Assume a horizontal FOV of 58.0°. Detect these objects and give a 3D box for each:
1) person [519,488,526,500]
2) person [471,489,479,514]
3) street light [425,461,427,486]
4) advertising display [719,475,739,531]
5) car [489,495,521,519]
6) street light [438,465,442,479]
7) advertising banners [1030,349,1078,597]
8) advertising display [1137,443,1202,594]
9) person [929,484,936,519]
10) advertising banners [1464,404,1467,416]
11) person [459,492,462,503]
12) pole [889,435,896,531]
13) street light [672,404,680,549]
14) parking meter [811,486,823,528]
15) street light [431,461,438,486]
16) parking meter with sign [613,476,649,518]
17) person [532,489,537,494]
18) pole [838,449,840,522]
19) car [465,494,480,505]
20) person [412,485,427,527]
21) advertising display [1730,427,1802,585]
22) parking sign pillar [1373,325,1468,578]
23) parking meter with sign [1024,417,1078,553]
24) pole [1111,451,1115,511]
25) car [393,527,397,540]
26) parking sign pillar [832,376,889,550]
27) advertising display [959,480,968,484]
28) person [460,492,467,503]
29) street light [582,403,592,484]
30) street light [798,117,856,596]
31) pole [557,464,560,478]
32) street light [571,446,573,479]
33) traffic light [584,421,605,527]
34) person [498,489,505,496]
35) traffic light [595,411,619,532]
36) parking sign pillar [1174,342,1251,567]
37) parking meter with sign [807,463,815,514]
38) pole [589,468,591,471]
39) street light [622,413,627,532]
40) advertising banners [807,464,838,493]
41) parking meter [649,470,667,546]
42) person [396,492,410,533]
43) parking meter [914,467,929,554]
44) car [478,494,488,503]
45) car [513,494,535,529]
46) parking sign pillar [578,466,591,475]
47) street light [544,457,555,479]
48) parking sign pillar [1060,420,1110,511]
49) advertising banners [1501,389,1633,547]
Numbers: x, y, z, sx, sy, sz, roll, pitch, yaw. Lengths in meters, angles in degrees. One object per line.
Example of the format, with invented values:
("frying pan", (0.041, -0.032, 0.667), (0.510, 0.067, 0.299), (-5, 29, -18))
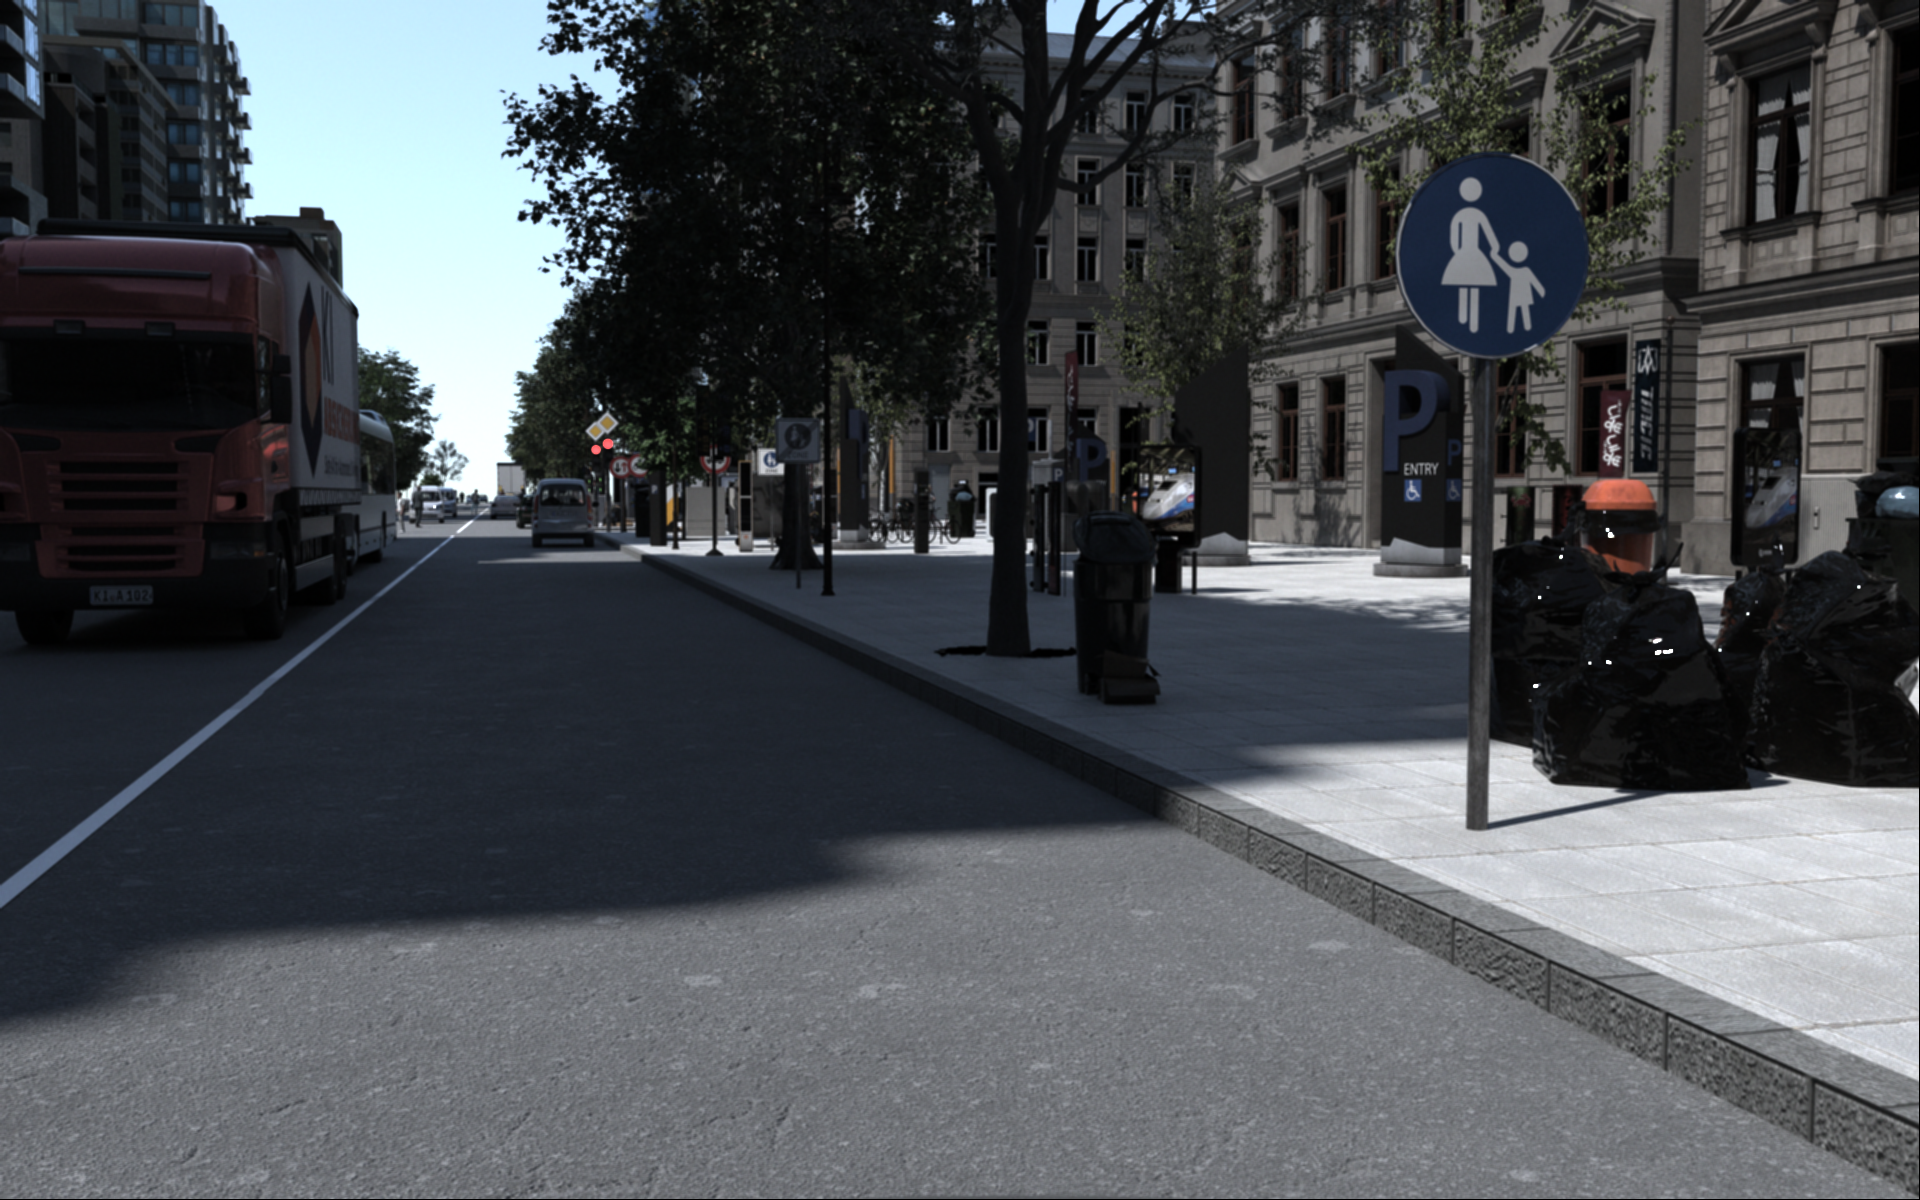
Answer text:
("person", (-27.669, -6.139, 109.145), (0.573, 1.790, 0.520), (1, 4, 17))
("person", (-34.633, -7.026, 123.726), (0.623, 1.781, 0.721), (0, 4, -2))
("street light", (-67.242, -15.008, 218.165), (0.468, 5.910, 1.993), (-1, 4, -15))
("advertising display", (-7.812, -3.323, 59.541), (0.974, 1.923, 0.123), (-2, 4, -29))
("car", (-26.028, -5.338, 99.630), (2.083, 1.381, 4.827), (-1, 4, -14))
("street light", (-77.045, -17.290, 255.472), (0.468, 5.910, 1.993), (-1, 4, -15))
("advertising banners", (1.194, -1.581, 22.030), (0.090, 3.025, 2.074), (-1, 4, -12))
("advertising display", (2.703, -1.053, 22.425), (0.974, 1.923, 0.123), (3, 5, 45))
("person", (-1.078, -3.428, 64.732), (0.526, 1.800, 0.537), (3, 5, 40))
("advertising banners", (8.950, -2.265, 33.216), (2.074, 3.025, 0.090), (-2, 4, -29))
("person", (-83.283, -17.170, 289.219), (1.348, 1.826, 0.705), (3, 4, 37))
("pole", (-2.334, -4.033, 59.790), (0.158, 3.312, 0.155), (0, 3, 0))
("street light", (-6.628, -4.122, 40.185), (0.468, 5.910, 1.993), (-1, 4, -15))
("parking meter", (-4.195, -2.600, 50.920), (0.372, 1.533, 0.369), (0, 3, 0))
("street light", (-72.067, -16.137, 236.632), (0.468, 5.910, 1.993), (-1, 4, -15))
("parking meter with sign", (-15.385, -5.203, 81.333), (1.738, 3.016, 0.543), (-2, 4, -32))
("person", (-27.604, -6.341, 112.448), (0.793, 1.790, 0.793), (2, 4, 31))
("pole", (-5.424, -5.167, 78.323), (0.158, 3.312, 0.155), (0, 3, 0))
("car", (-66.154, -13.650, 235.181), (2.014, 1.417, 4.499), (-1, 4, -15))
("person", (-23.285, -4.038, 74.694), (0.661, 1.801, 0.590), (2, 4, 30))
("advertising display", (7.879, -0.717, 16.935), (0.974, 1.923, 0.123), (-2, 4, -33))
("parking sign pillar", (7.218, -2.359, 27.042), (1.447, 3.967, 1.447), (-2, 4, -33))
("parking meter with sign", (1.971, -2.588, 38.575), (0.543, 3.016, 1.738), (-3, 4, -36))
("pole", (7.221, -5.375, 81.718), (0.158, 3.312, 0.155), (0, 3, 0))
("car", (-18.311, -2.486, 53.010), (2.083, 1.381, 4.827), (-1, 4, -15))
("parking sign pillar", (-2.443, -3.162, 40.168), (1.447, 3.967, 1.447), (1, 4, 9))
("advertising display", (0.156, -4.442, 77.843), (0.123, 1.923, 0.974), (-1, 4, -19))
("person", (-81.181, -16.784, 282.933), (1.348, 1.822, 0.705), (-3, 5, -43))
("street light", (-17.688, -6.689, 82.148), (0.468, 5.910, 1.993), (-1, 4, -15))
("street light", (-1.673, -2.995, 21.759), (0.468, 5.910, 1.993), (-1, 4, -15))
("pole", (-26.460, -7.365, 114.253), (0.158, 3.312, 0.155), (0, 3, 0))
("street light", (-22.610, -7.834, 100.881), (0.468, 5.910, 1.993), (-1, 4, -15))
("traffic light", (-14.015, -4.751, 66.604), (0.839, 4.253, 0.868), (-1, 4, -15))
("person", (-38.631, -8.434, 146.362), (0.705, 1.831, 1.348), (3, 5, 43))
("traffic light", (-11.990, -4.279, 58.879), (0.839, 4.253, 0.868), (-1, 4, -15))
("parking sign pillar", (4.513, -2.605, 31.066), (1.447, 3.967, 1.447), (1, 4, 16))
("parking meter with sign", (-6.193, -4.441, 68.879), (0.543, 3.016, 1.738), (-1, 4, -17))
("pole", (-27.641, -8.298, 129.511), (0.158, 3.312, 0.155), (0, 3, 0))
("street light", (-11.396, -5.252, 58.660), (0.468, 5.910, 1.993), (-1, 4, -15))
("advertising banners", (-7.171, -5.761, 90.382), (2.074, 3.025, 0.090), (-1, 4, -18))
("parking meter", (-7.450, -2.264, 42.719), (0.399, 1.863, 0.255), (2, 4, 35))
("person", (-20.738, -3.255, 64.322), (0.503, 1.515, 0.523), (1, 4, 20))
("parking meter", (-0.830, -1.934, 37.331), (0.255, 1.863, 0.399), (-1, 4, -14))
("car", (-76.823, -16.292, 278.379), (2.014, 1.417, 4.499), (-1, 4, -16))
("car", (-17.826, -3.876, 73.164), (2.009, 1.686, 4.222), (-1, 4, -16))
("parking sign pillar", (-27.205, -8.386, 125.579), (1.447, 3.967, 1.447), (1, 4, 14))
("street light", (-37.046, -11.215, 156.149), (0.468, 5.910, 1.993), (-1, 4, -15))
("parking sign pillar", (4.594, -4.423, 60.796), (1.447, 3.967, 1.447), (-2, 4, -27))
("advertising banners", (10.198, -2.016, 29.143), (2.074, 3.025, 0.090), (1, 4, 9))
